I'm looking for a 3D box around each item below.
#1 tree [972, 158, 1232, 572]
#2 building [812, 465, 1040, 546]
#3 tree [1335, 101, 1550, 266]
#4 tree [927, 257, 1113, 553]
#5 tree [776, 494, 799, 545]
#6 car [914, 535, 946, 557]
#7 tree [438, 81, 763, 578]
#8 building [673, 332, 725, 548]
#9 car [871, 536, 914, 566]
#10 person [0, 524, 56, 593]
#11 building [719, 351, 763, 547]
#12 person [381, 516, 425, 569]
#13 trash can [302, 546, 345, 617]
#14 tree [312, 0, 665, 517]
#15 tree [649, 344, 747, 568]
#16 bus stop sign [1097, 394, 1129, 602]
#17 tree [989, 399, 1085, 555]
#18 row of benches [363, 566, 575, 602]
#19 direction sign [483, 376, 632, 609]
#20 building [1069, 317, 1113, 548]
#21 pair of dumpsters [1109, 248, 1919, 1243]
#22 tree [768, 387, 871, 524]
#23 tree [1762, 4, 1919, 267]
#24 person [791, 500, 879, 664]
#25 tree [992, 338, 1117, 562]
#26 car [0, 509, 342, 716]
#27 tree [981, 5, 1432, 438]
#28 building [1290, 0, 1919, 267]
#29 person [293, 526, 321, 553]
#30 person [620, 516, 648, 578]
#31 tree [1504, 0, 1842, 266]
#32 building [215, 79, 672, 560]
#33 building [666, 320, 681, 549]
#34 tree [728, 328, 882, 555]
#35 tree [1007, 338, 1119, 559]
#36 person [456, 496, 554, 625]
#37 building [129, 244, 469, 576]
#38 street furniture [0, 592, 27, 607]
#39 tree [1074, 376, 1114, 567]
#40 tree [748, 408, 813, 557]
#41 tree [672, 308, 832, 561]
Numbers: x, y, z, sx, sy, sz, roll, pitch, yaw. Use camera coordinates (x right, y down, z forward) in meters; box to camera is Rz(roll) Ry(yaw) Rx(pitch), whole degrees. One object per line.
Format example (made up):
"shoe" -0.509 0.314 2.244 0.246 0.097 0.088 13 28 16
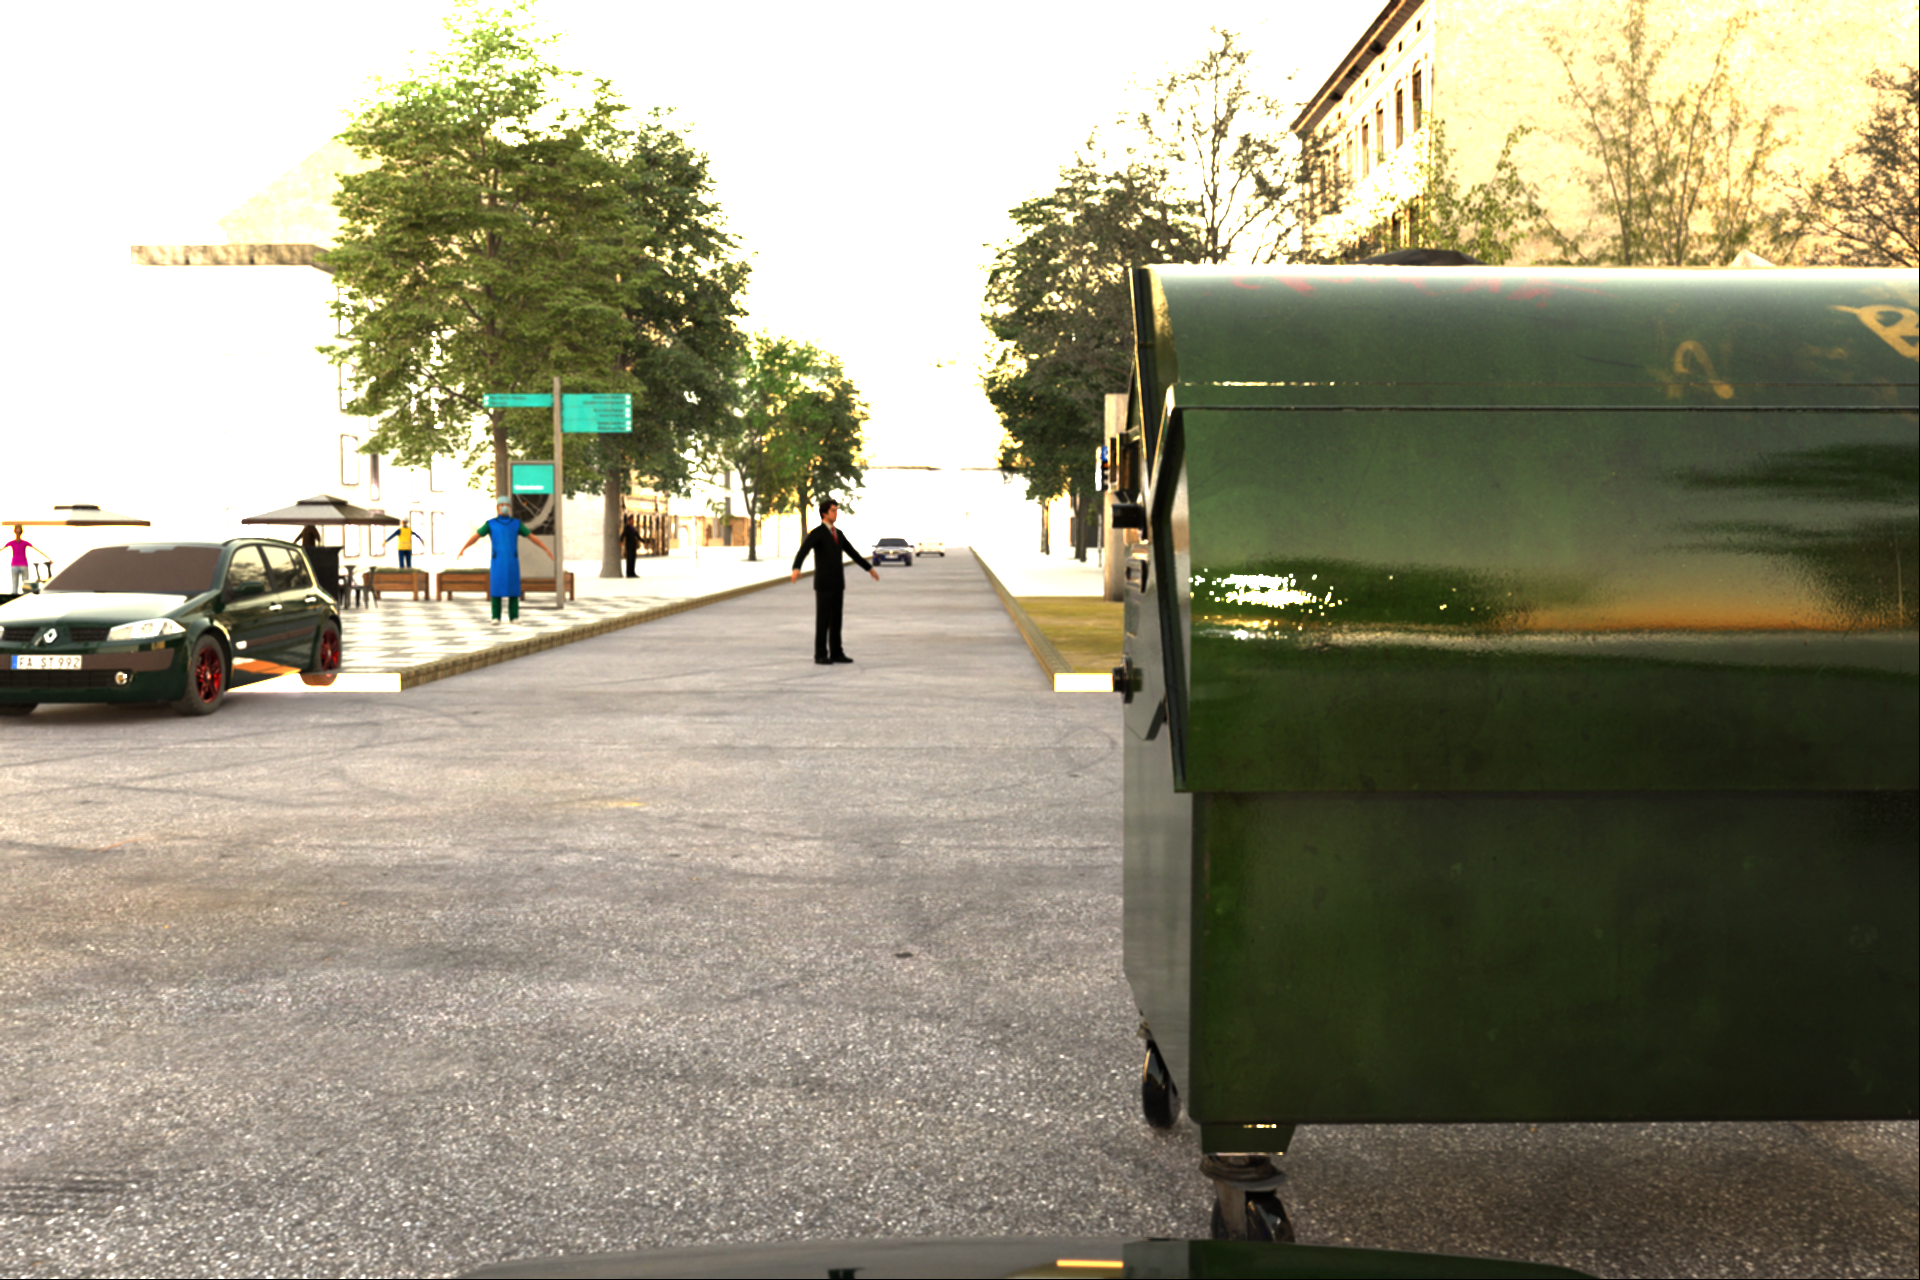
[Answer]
"tree" 5.021 -9.219 57.380 9.857 13.997 8.962 0 3 0
"building" -4.084 -16.327 211.552 28.070 9.664 9.099 0 4 -4
"tree" 8.420 -4.837 29.449 4.737 8.622 4.395 0 3 0
"tree" 4.633 -16.087 118.910 12.611 20.169 13.585 0 3 0
"tree" -20.764 -15.861 209.685 4.737 8.622 4.395 0 3 0
"car" -1.934 -6.078 111.739 2.083 1.381 4.827 0 4 -1
"tree" -10.260 -8.804 50.604 9.857 13.997 8.962 0 3 0
"building" -28.800 -18.715 162.402 16.016 20.090 11.380 0 4 0
"car" -3.055 -4.027 78.420 1.945 1.354 3.894 0 4 0
"person" -14.802 -1.102 27.278 0.991 1.433 0.599 -2 4 -23
"building" -26.743 -19.696 178.445 16.016 20.090 11.380 0 4 0
"person" -15.149 -2.490 47.177 1.216 1.772 0.721 -3 5 -39
"trash can" -7.636 -0.536 20.419 0.748 1.137 0.748 0 3 0
"tree" -9.890 -7.229 36.327 7.486 12.596 7.792 0 3 0
"tree" -9.943 -7.013 65.025 4.737 8.622 4.395 0 3 0
"bus stop sign" 3.043 -2.679 32.816 0.837 3.901 0.837 0 4 -1
"tree" 5.073 -10.415 104.692 8.767 10.594 7.601 3 5 44
"row of benches" -9.511 -1.089 33.266 4.104 0.672 1.422 0 4 5
"direction sign" -6.808 -2.523 30.007 2.525 3.948 1.411 0 4 2
"building" 25.022 -20.443 178.222 27.936 21.610 32.646 0 4 0
"pair of dumpsters" 2.539 0.073 3.765 4.436 2.255 1.574 0 4 -1
"tree" -9.775 -11.991 121.806 9.928 11.665 9.643 0 3 0
"tree" 21.368 -7.577 34.256 12.009 13.543 11.850 0 3 0
"person" -1.424 -0.644 19.179 0.705 1.806 1.347 3 5 39
"tree" 5.671 -8.801 78.309 8.767 10.594 7.601 -1 4 -14
"car" -6.770 -0.313 14.899 2.009 1.686 4.222 0 4 0
"tree" 5.622 -7.921 39.884 12.009 13.543 11.850 0 3 0
"building" 21.838 -13.713 55.130 19.493 23.208 18.063 0 4 0
"person" -16.802 -2.353 44.605 1.346 1.812 0.704 3 4 38
"person" -9.648 -2.735 50.934 0.704 1.802 1.346 1 4 23
"tree" 9.500 -4.452 23.148 4.360 8.622 3.978 0 3 0
"building" -26.455 -16.044 93.243 19.493 23.208 18.063 0 4 -1
"building" -29.458 -17.231 138.148 16.016 20.090 11.380 0 4 1
"tree" -9.675 -12.191 105.975 9.857 13.997 8.962 0 3 0
"tree" 6.043 -9.939 88.252 9.928 11.665 9.643 0 3 0
"person" -6.445 -1.125 24.528 1.347 1.817 0.704 -1 4 -23
"building" -23.045 -7.473 64.326 9.099 9.664 28.070 0 4 1
"street furniture" -14.355 -0.315 20.784 5.734 0.657 10.072 0 4 3
"tree" 5.604 -7.123 66.826 4.737 8.622 4.395 0 3 0
"tree" -10.104 -8.938 96.491 4.737 8.622 4.395 0 3 0
"tree" -9.860 -9.503 81.133 9.928 11.665 9.643 0 3 0
